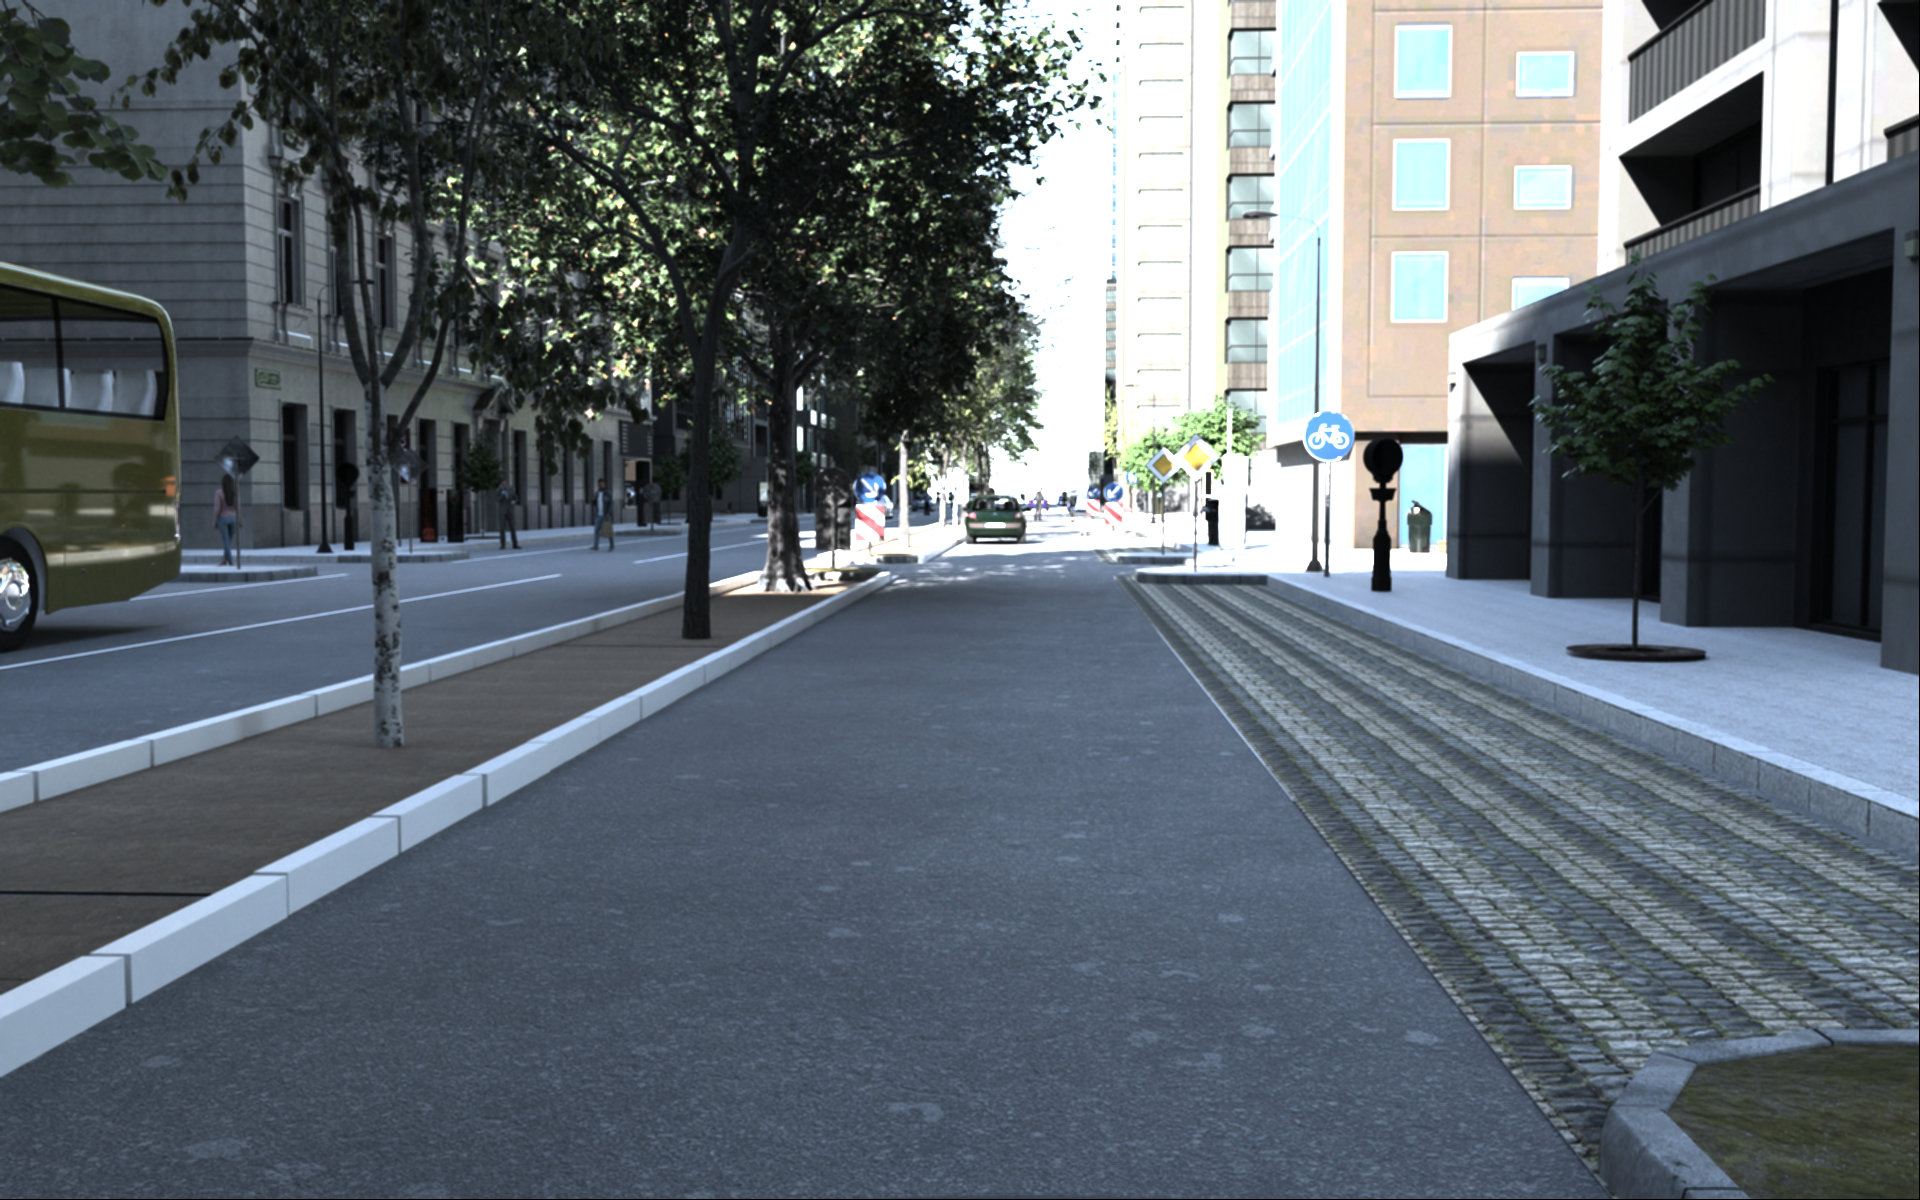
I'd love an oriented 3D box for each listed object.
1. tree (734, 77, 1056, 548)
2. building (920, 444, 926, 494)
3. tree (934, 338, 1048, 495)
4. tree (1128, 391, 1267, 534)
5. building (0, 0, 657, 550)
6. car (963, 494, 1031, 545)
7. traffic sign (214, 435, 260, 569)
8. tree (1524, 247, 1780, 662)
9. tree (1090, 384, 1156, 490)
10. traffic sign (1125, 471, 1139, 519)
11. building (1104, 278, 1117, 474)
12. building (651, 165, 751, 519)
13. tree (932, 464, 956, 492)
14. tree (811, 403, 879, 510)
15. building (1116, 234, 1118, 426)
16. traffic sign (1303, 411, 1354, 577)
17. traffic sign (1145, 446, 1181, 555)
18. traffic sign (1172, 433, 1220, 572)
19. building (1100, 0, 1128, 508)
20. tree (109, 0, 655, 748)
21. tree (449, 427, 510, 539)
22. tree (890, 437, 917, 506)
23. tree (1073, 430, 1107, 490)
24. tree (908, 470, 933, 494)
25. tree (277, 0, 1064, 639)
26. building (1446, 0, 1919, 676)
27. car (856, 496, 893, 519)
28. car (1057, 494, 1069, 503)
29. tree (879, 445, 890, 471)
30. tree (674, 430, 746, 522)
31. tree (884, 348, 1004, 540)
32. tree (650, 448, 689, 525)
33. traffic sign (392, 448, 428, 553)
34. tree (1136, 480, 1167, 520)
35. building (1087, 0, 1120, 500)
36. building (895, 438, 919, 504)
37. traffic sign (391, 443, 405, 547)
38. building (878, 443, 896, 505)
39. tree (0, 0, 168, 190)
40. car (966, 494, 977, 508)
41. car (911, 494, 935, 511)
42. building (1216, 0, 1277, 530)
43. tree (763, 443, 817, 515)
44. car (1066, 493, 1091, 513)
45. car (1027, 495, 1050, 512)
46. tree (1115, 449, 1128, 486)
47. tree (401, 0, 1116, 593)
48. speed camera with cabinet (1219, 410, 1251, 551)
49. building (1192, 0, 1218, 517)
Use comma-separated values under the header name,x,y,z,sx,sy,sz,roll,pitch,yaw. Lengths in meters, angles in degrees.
name,x,y,z,sx,sy,sz,roll,pitch,yaw
tree,-1.499,-8.126,45.682,12.009,13.543,11.850,0,3,0
building,-16.347,-38.401,251.560,21.300,48.544,21.600,0,4,3
tree,1.541,-10.455,99.159,9.928,11.665,9.643,0,3,0
tree,8.200,-4.392,55.516,4.285,4.588,4.351,0,3,0
building,-23.127,-17.398,60.879,17.030,29.872,44.131,0,4,3
car,1.060,-2.488,50.469,2.009,1.686,4.222,0,4,2
traffic sign,-12.281,-1.578,29.443,0.795,2.450,0.064,0,4,3
tree,5.343,-1.172,13.760,1.663,3.219,1.824,0,3,0
tree,10.597,-10.076,115.099,4.737,8.622,4.395,0,3,0
traffic sign,9.006,-5.522,90.385,0.768,2.556,0.104,1,4,12
building,26.222,-28.129,231.616,14.160,30.474,14.107,0,4,3
building,-20.477,-18.452,95.196,14.314,27.812,24.014,0,4,3
tree,-2.568,-18.986,260.783,4.360,8.622,3.978,0,3,0
tree,-9.081,-11.051,131.039,4.360,8.622,3.978,0,3,0
building,23.310,-32.252,177.432,14.600,45.320,14.200,0,4,3
traffic sign,5.684,-1.630,26.758,0.768,2.556,0.104,1,4,10
traffic sign,4.294,-2.015,36.582,0.795,2.450,0.064,0,4,3
traffic sign,3.891,-1.527,28.608,0.795,2.450,0.064,0,4,3
building,27.913,-47.353,212.470,20.563,71.187,20.611,0,4,3
tree,-3.225,-3.454,9.287,4.360,8.622,3.978,0,3,0
tree,-13.892,-3.381,49.886,1.663,3.219,1.824,0,3,0
tree,-6.548,-14.351,184.993,4.360,8.622,3.978,0,3,0
tree,15.204,-15.201,198.894,4.360,8.622,3.978,0,3,0
tree,-4.987,-14.090,214.087,4.285,4.588,4.351,0,3,0
tree,-2.642,-4.866,16.425,8.767,10.594,7.601,0,4,3
building,17.184,-35.204,13.843,20.563,71.187,20.611,0,4,3
car,-4.917,-5.355,99.918,2.083,1.381,4.827,0,4,3
car,15.078,-14.901,253.218,1.945,1.707,3.694,0,4,2
tree,-8.558,-11.663,141.059,4.360,8.622,3.978,0,3,0
tree,-11.719,-5.971,81.336,4.285,4.588,4.351,0,3,0
tree,-0.565,-6.204,54.252,4.737,8.622,4.395,0,3,0
tree,-12.040,-4.757,72.379,1.663,3.219,1.824,0,3,0
traffic sign,-11.878,-2.066,37.418,0.795,2.450,0.064,0,4,3
tree,9.964,-5.652,87.018,1.663,3.219,1.824,0,3,0
building,30.307,-57.495,252.714,22.319,86.520,31.000,0,4,3
building,-16.844,-41.859,226.390,21.231,58.520,28.212,0,4,3
traffic sign,-13.622,-2.572,42.060,0.884,2.594,0.081,1,4,11
building,-15.200,-26.524,205.364,14.160,30.474,14.107,0,4,3
tree,-3.498,-5.046,3.093,7.486,12.596,7.792,0,3,0
car,1.619,-10.085,175.111,2.015,1.641,3.980,0,4,3
car,-3.057,-8.123,144.811,2.014,1.417,4.499,0,4,3
building,16.867,-18.092,67.509,14.160,30.474,14.107,0,4,3
tree,-10.505,-7.557,107.269,4.285,4.588,4.351,0,3,0
car,9.121,-7.547,132.979,1.945,1.707,3.694,0,4,3
car,6.527,-8.013,143.585,1.945,1.354,3.894,0,4,3
tree,9.185,-5.795,78.458,4.285,4.588,4.351,0,3,0
tree,-2.598,-6.458,25.058,9.611,12.733,9.660,0,3,0
speed camera with cabinet,6.390,-2.805,40.195,0.660,3.252,2.038,1,4,13
building,23.647,-33.869,95.754,21.231,58.520,28.212,0,4,3
